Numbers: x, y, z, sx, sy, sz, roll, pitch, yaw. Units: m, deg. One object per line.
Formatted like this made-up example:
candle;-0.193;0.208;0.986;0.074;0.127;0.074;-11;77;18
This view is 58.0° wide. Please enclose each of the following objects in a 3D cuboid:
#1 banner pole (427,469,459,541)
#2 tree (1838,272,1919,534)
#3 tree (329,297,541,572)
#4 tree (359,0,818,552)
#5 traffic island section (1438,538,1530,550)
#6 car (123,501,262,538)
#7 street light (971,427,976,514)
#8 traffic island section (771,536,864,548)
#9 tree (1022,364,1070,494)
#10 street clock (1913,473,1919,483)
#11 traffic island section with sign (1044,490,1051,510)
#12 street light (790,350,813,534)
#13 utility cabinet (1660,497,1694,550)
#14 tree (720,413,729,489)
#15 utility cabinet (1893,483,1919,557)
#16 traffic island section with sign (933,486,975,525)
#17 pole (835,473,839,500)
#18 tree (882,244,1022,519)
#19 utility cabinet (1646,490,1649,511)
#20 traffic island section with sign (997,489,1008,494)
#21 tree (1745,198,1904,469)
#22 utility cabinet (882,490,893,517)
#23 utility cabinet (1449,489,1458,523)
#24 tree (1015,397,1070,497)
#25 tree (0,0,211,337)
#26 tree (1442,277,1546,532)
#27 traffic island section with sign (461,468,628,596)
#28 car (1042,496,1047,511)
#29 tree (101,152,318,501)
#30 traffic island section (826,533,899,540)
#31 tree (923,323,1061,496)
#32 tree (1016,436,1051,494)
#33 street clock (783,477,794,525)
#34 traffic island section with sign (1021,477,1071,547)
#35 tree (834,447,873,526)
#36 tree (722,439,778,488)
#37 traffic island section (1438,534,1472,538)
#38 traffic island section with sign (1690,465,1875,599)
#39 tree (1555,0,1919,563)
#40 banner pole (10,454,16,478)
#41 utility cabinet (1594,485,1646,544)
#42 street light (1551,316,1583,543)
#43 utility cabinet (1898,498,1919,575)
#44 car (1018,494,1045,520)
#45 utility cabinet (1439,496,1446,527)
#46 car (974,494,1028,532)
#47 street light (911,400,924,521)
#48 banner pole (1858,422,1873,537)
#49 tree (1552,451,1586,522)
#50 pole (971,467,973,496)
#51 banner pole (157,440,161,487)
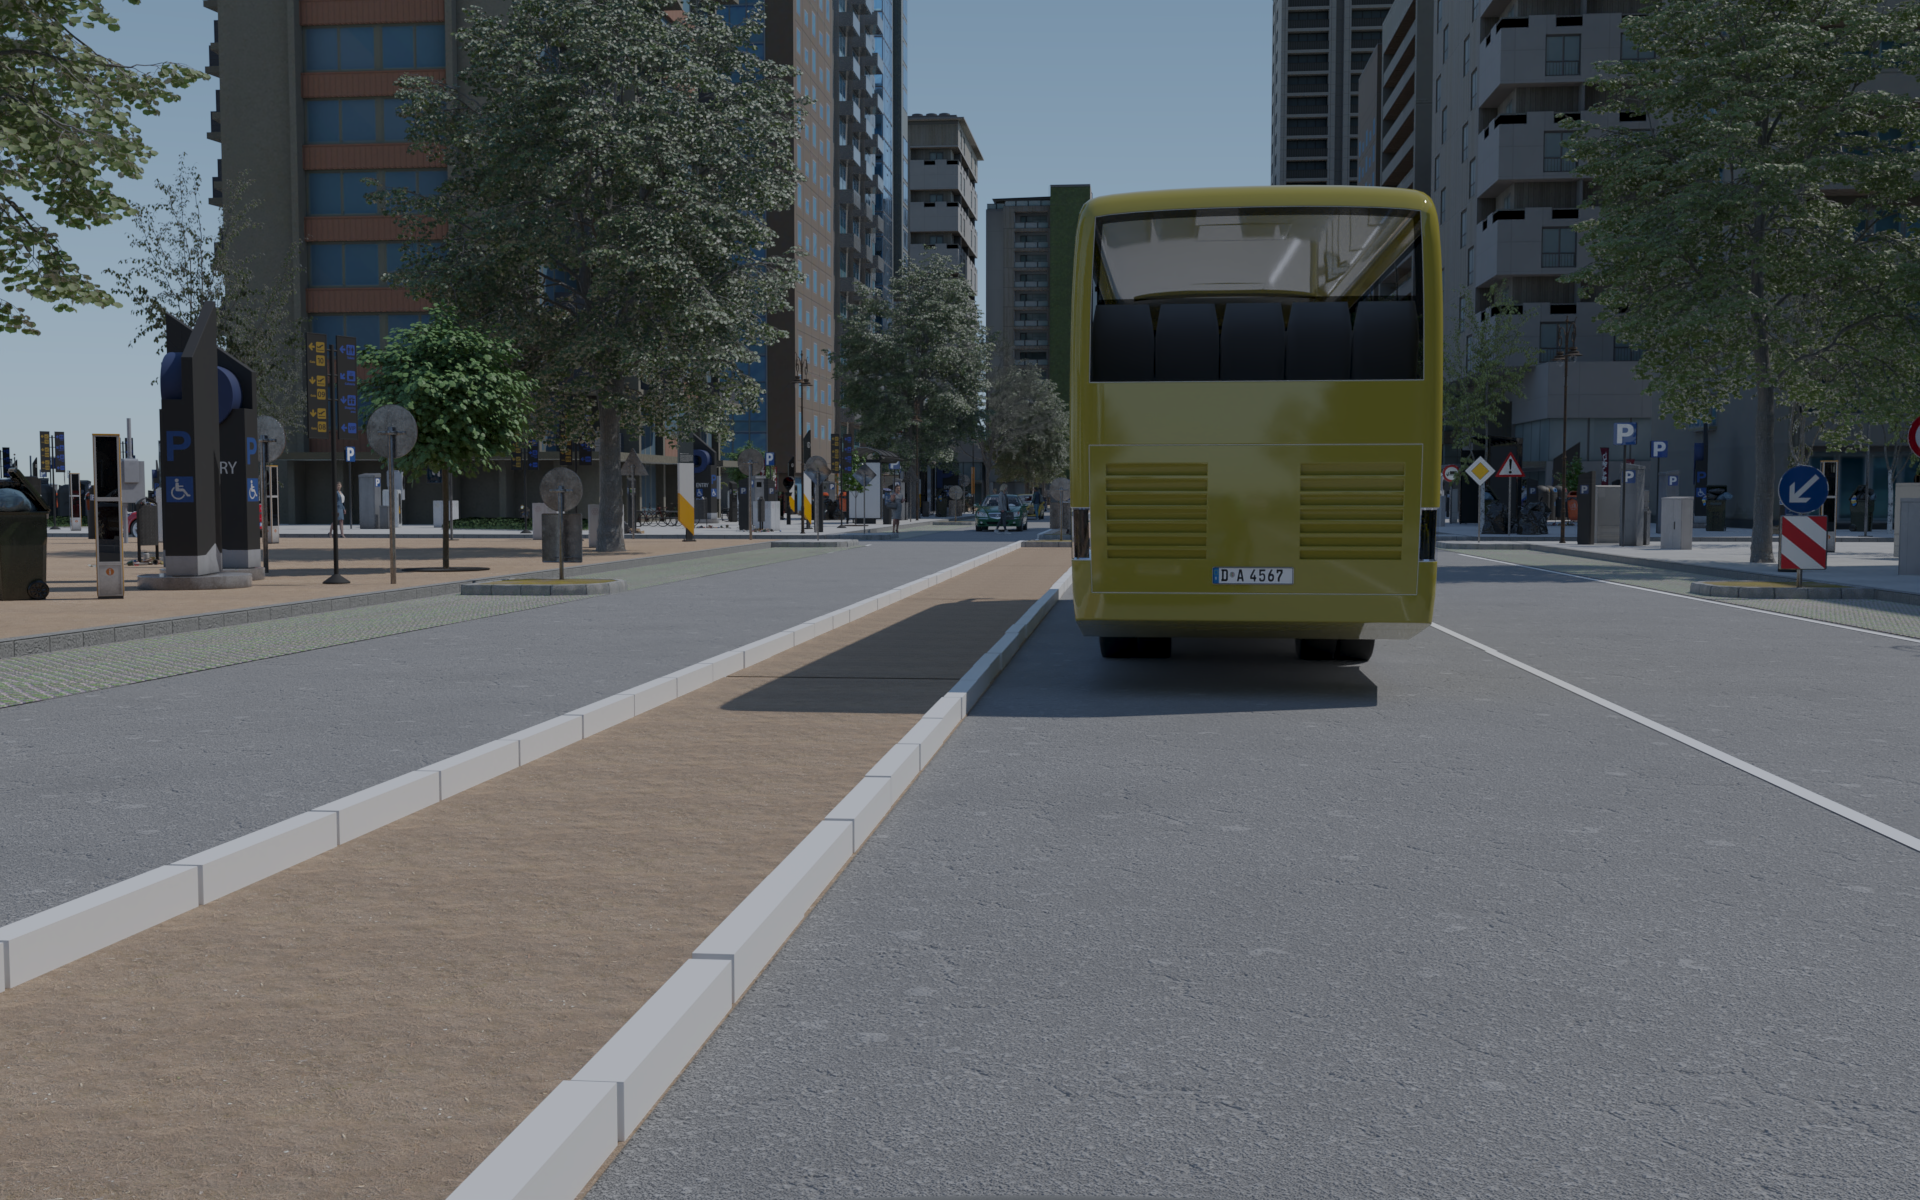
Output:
banner pole;-14.296;-3.533;47.783;0.863;3.779;0.401;-1;4;-11
tree;29.970;-6.421;55.350;4.737;8.622;4.395;0;3;0
tree;-8.729;-2.768;28.979;4.285;4.588;4.351;0;3;0
tree;-7.915;-8.050;38.267;9.857;13.997;8.962;0;3;0
traffic island section;13.721;-1.435;45.742;2.009;0.180;2.903;0;4;6
car;-23.610;-2.722;53.543;4.494;1.783;2.155;0;4;6
street light;0.849;-8.495;111.676;0.468;5.910;1.993;0;4;6
traffic island section;-3.922;-1.549;47.600;2.009;0.180;2.903;0;4;6
tree;6.436;-15.976;167.864;9.857;13.997;8.962;0;3;0
street clock;32.103;-3.258;57.832;0.471;2.002;0.358;3;5;43
traffic island section with sign;7.986;-9.098;157.374;1.989;1.847;2.006;0;4;6
street light;-5.088;-5.081;55.863;0.468;5.910;1.993;0;4;6
utility cabinet;16.674;-1.783;40.313;0.306;1.237;1.020;0;4;-3
tree;-16.062;-9.650;108.147;4.737;8.622;4.395;0;3;0
utility cabinet;19.037;-1.559;34.174;0.318;1.500;1.173;-1;4;-17
traffic island section with sign;-0.175;-4.364;79.976;1.989;1.847;2.006;0;4;6
pole;-8.344;-7.555;117.374;0.158;3.312;0.155;0;3;0
tree;-2.389;-11.227;90.223;9.857;13.997;8.962;0;3;0
utility cabinet;36.620;-5.199;93.675;1.173;1.500;0.318;0;4;3
traffic island section with sign;2.679;-6.021;107.070;1.989;1.847;2.006;0;4;6
tree;21.288;-5.683;43.271;4.360;8.622;3.978;0;3;0
utility cabinet;-3.893;-5.324;95.719;1.173;1.500;0.318;-3;5;-41
utility cabinet;21.737;-4.136;76.308;0.318;1.500;1.173;1;4;13
tree;9.667;-17.179;199.006;7.486;12.596;7.792;0;3;0
tree;-9.952;-5.875;14.179;7.486;12.596;7.792;0;3;0
tree;17.525;-6.626;58.693;4.737;8.622;4.395;0;3;0
traffic island section with sign;-5.946;-1.014;25.204;1.989;1.847;2.006;0;4;6
car;6.179;-7.923;142.124;1.945;1.354;3.894;0;4;7
tree;-16.646;-5.388;38.450;4.360;8.622;3.978;0;3;0
traffic island section;-3.085;-2.034;55.542;2.009;0.180;2.903;0;4;6
tree;1.974;-13.002;122.953;12.009;13.543;11.850;0;3;0
tree;7.254;-13.906;177.726;4.360;8.622;3.978;0;3;0
street clock;-7.155;-4.141;72.268;0.471;2.002;0.358;0;4;-4
traffic island section with sign;2.721;-2.385;47.138;2.006;1.907;1.989;0;4;6
tree;-4.055;-4.559;69.134;1.663;3.219;1.824;0;3;0
tree;-12.601;-7.301;103.081;4.285;4.588;4.351;0;3;0
traffic island section;14.558;-1.921;53.684;2.009;0.180;2.903;0;4;6
traffic island section with sign;11.479;-0.966;24.418;1.989;1.847;2.006;0;4;6
tree;14.714;-6.988;32.373;7.486;12.596;7.792;0;3;0
banner pole;-58.646;-7.166;107.174;0.863;3.779;0.401;1;4;13
utility cabinet;16.796;-2.175;44.244;1.173;1.500;0.318;0;4;-4
street light;15.720;-4.417;45.012;0.468;5.910;1.993;0;4;6
utility cabinet;15.368;-0.983;27.235;1.020;1.237;0.306;3;5;41
car;3.832;-5.385;98.260;2.015;1.641;3.980;0;4;7
utility cabinet;18.700;-3.511;68.567;0.306;1.237;1.020;-3;5;-41
car;1.645;-3.420;67.721;2.131;1.459;4.920;0;4;6
street light;-2.079;-6.788;83.765;0.468;5.910;1.993;0;4;6
banner pole;27.092;-3.773;51.699;0.401;3.779;0.863;2;4;26
tree;27.991;-5.136;78.569;1.663;3.219;1.824;0;3;0
pole;0.971;-8.376;130.795;0.158;3.312;0.155;0;3;0
banner pole;-32.481;-4.944;70.849;0.863;3.779;0.401;2;4;25
